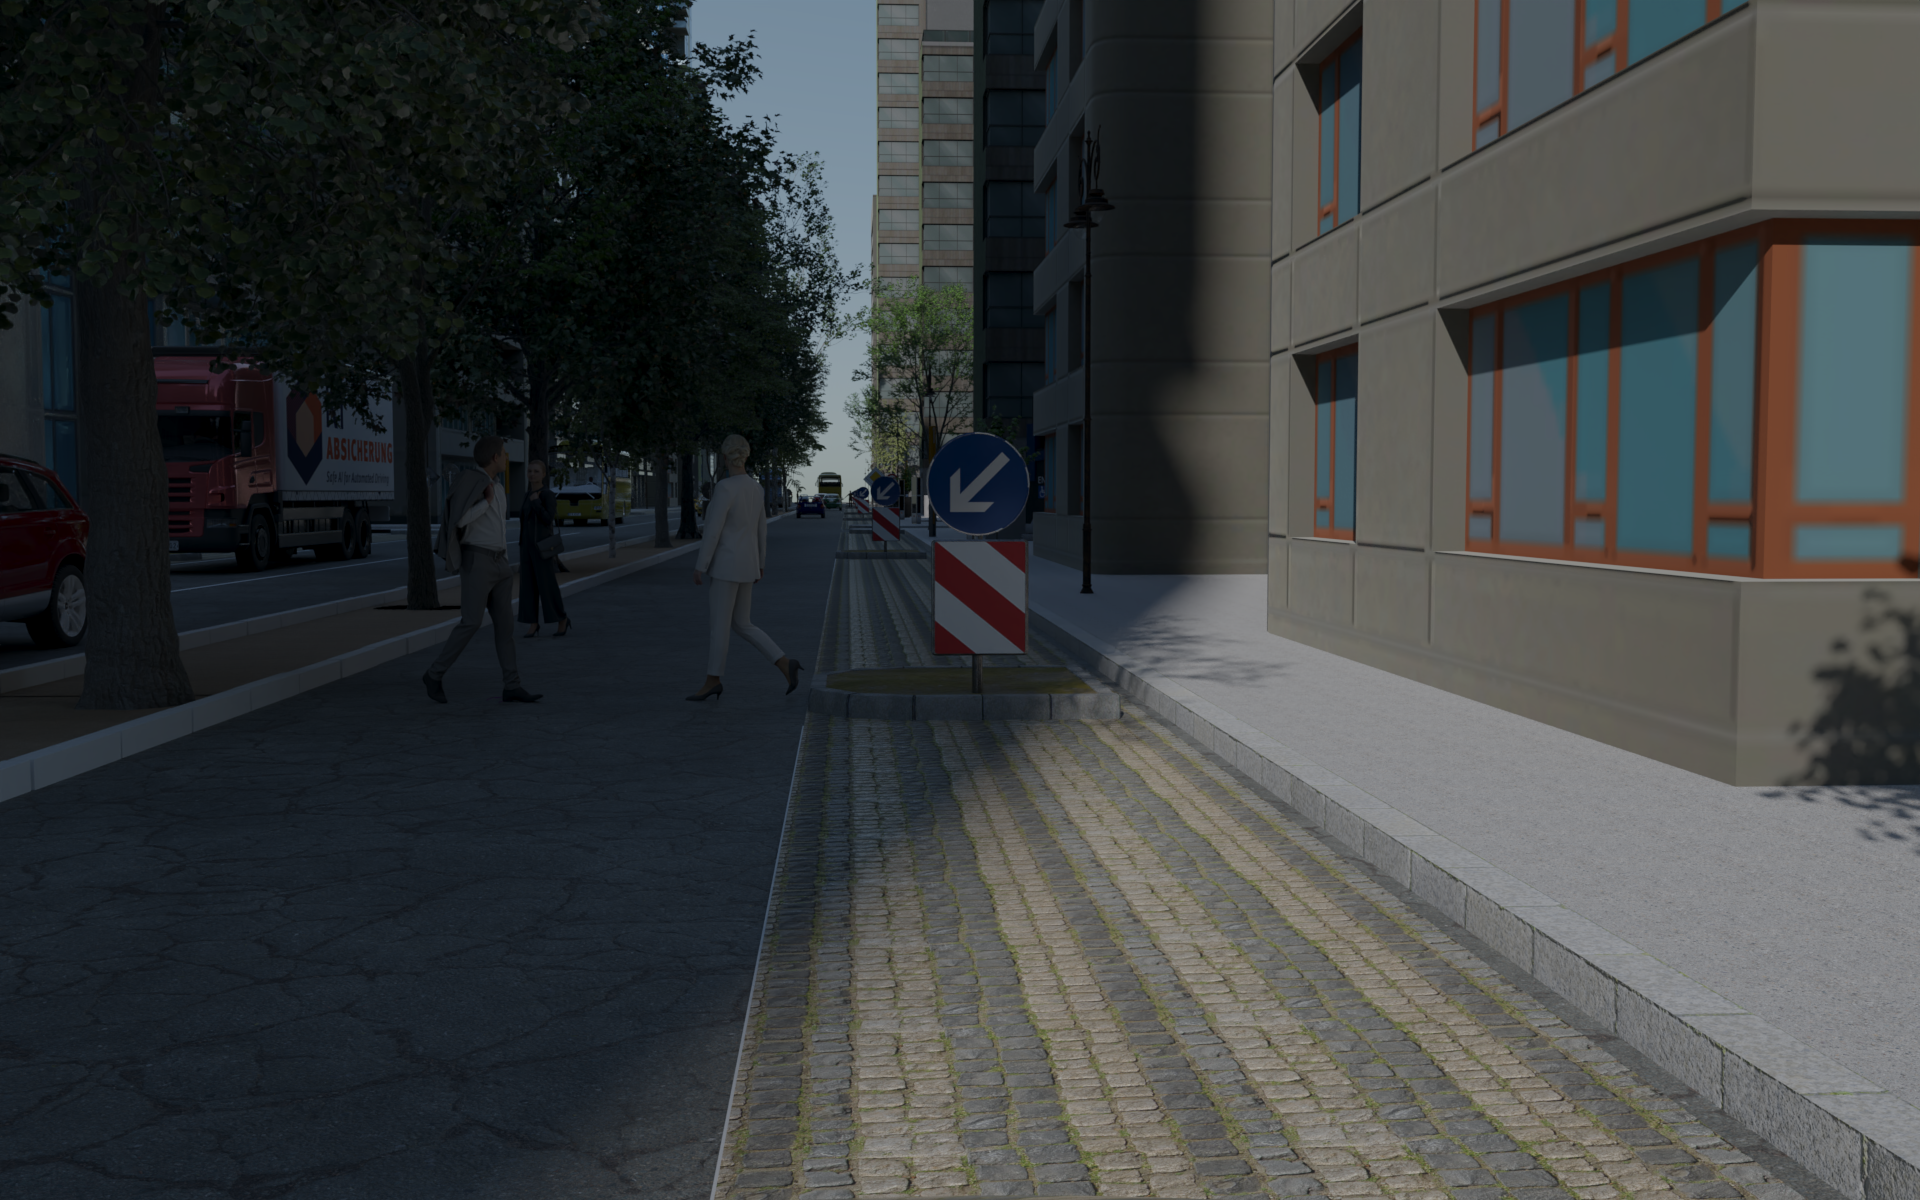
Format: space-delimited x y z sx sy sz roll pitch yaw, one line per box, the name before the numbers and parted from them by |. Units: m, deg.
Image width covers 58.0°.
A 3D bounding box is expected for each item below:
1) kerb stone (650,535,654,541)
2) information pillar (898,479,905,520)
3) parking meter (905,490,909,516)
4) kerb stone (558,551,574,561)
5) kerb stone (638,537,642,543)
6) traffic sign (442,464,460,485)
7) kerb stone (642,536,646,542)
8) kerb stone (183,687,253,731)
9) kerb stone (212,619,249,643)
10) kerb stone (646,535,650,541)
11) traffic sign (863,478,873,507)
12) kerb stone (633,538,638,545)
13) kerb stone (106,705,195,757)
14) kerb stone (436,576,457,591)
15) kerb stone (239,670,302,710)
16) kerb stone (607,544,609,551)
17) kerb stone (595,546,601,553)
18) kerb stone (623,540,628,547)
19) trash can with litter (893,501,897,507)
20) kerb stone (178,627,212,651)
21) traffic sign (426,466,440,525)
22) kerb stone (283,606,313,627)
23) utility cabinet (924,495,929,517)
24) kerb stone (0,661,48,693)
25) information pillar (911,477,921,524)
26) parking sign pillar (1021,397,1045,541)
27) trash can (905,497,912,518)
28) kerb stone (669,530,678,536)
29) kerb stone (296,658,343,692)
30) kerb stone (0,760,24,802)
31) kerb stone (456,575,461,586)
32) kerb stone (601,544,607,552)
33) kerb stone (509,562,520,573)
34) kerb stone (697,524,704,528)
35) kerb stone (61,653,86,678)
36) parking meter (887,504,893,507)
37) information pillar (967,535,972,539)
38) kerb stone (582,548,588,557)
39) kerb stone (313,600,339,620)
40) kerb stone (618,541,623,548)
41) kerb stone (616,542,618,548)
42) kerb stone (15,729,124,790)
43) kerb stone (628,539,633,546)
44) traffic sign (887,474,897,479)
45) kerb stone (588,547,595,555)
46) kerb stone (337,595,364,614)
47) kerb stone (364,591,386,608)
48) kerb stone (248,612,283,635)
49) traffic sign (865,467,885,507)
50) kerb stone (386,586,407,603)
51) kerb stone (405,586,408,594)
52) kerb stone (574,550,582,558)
kerb stone | -9.517 -1.867 52.715 0.120 0.150 1.000 0 4 -4
information pillar | -2.939 -5.046 86.996 0.304 2.012 0.304 0 4 -6
parking meter | -3.132 -5.646 100.726 0.372 1.533 0.369 0 3 0
kerb stone | -8.524 -0.928 37.383 0.120 0.150 1.000 0 4 -4
kerb stone | -9.315 -1.679 49.641 0.120 0.150 1.000 0 4 -4
traffic sign | -21.483 -4.462 73.056 0.768 2.556 0.104 0 4 5
kerb stone | -9.384 -1.741 50.661 0.120 0.150 1.000 0 4 -4
kerb stone | -4.705 0.693 10.914 0.120 0.150 1.000 0 4 -4
kerb stone | -7.208 0.324 16.934 0.120 0.150 1.000 0 4 -4
kerb stone | -9.452 -1.804 51.690 0.120 0.150 1.000 0 4 -4
traffic sign | -3.590 -4.138 71.301 0.795 2.450 0.064 0 4 -4
kerb stone | -9.246 -1.614 48.621 0.120 0.150 1.000 0 4 -4
kerb stone | -4.636 0.753 9.887 0.120 0.150 1.000 0 4 -4
kerb stone | -7.796 -0.238 26.132 0.120 0.150 1.000 0 4 -4
kerb stone | -4.773 0.628 11.935 0.120 0.150 1.000 0 4 -4
kerb stone | -8.925 -1.298 43.518 0.120 0.150 1.000 0 4 -4
kerb stone | -8.795 -1.179 41.473 0.120 0.150 1.000 0 4 -4
kerb stone | -9.126 -1.491 46.579 0.120 0.150 1.000 0 4 -4
trash can with litter | -4.462 -6.897 124.150 0.624 1.170 1.055 -2 4 -24
kerb stone | -7.139 0.384 15.914 0.120 0.150 1.000 0 4 -4
traffic sign | -19.086 -3.589 62.320 0.795 2.450 0.064 0 4 -4
kerb stone | -7.335 0.198 18.979 0.120 0.150 1.000 0 4 -4
utility cabinet | -1.849 -5.294 97.721 0.306 1.237 1.020 0 4 3
kerb stone | -6.935 0.572 12.848 0.120 0.150 1.000 0 4 -4
information pillar | -1.882 -4.287 74.579 0.304 2.012 0.304 3 5 39
parking sign pillar | 2.417 -3.618 47.629 1.447 3.967 1.447 -3 5 -45
trash can | -2.932 -5.041 94.076 0.748 1.137 0.748 0 3 0
kerb stone | -10.052 -2.367 60.888 0.120 0.150 1.000 0 4 -4
kerb stone | -4.842 0.575 12.956 0.120 0.150 1.000 0 4 -4
kerb stone | -4.508 0.878 7.847 0.120 0.150 1.000 0 4 -4
kerb stone | -7.864 -0.303 27.152 0.120 0.150 1.000 0 4 -4
kerb stone | -8.859 -1.239 42.494 0.120 0.150 1.000 0 4 -4
kerb stone | -8.195 -0.616 32.263 0.120 0.150 1.000 0 4 -4
kerb stone | -10.817 -3.089 72.737 0.120 0.150 1.000 0 4 -4
kerb stone | -7.010 0.509 13.874 0.120 0.150 1.000 0 4 -4
parking meter | -4.311 -5.974 106.081 0.372 1.533 0.369 0 3 0
information pillar | 0.367 -2.465 44.787 0.304 2.012 0.304 2 4 28
kerb stone | -8.659 -1.052 39.429 0.120 0.150 1.000 0 4 -4
kerb stone | -7.407 0.138 19.998 0.120 0.150 1.000 0 4 -4
kerb stone | -9.059 -1.426 45.557 0.120 0.150 1.000 0 4 -4
kerb stone | -8.987 -1.366 44.538 0.120 0.150 1.000 0 4 -4
kerb stone | -4.567 0.815 8.867 0.120 0.150 1.000 0 4 -4
kerb stone | -9.180 -1.551 47.600 0.120 0.150 1.000 0 4 -4
traffic sign | -4.210 -6.555 107.273 0.768 2.556 0.104 0 4 -1
kerb stone | -8.728 -1.111 40.454 0.120 0.150 1.000 0 4 -4
kerb stone | -7.464 0.072 21.019 0.120 0.150 1.000 0 4 -4
kerb stone | -7.529 0.014 22.041 0.120 0.150 1.000 0 4 -4
kerb stone | -7.268 0.259 17.958 0.120 0.150 1.000 0 4 -4
traffic sign | -3.074 -3.651 63.332 0.795 2.450 0.064 0 4 -4
kerb stone | -7.591 -0.045 23.067 0.120 0.150 1.000 0 4 -4
kerb stone | -7.665 -0.116 24.086 0.120 0.150 1.000 0 4 -4
kerb stone | -8.587 -0.992 38.409 0.120 0.150 1.000 0 4 -4
